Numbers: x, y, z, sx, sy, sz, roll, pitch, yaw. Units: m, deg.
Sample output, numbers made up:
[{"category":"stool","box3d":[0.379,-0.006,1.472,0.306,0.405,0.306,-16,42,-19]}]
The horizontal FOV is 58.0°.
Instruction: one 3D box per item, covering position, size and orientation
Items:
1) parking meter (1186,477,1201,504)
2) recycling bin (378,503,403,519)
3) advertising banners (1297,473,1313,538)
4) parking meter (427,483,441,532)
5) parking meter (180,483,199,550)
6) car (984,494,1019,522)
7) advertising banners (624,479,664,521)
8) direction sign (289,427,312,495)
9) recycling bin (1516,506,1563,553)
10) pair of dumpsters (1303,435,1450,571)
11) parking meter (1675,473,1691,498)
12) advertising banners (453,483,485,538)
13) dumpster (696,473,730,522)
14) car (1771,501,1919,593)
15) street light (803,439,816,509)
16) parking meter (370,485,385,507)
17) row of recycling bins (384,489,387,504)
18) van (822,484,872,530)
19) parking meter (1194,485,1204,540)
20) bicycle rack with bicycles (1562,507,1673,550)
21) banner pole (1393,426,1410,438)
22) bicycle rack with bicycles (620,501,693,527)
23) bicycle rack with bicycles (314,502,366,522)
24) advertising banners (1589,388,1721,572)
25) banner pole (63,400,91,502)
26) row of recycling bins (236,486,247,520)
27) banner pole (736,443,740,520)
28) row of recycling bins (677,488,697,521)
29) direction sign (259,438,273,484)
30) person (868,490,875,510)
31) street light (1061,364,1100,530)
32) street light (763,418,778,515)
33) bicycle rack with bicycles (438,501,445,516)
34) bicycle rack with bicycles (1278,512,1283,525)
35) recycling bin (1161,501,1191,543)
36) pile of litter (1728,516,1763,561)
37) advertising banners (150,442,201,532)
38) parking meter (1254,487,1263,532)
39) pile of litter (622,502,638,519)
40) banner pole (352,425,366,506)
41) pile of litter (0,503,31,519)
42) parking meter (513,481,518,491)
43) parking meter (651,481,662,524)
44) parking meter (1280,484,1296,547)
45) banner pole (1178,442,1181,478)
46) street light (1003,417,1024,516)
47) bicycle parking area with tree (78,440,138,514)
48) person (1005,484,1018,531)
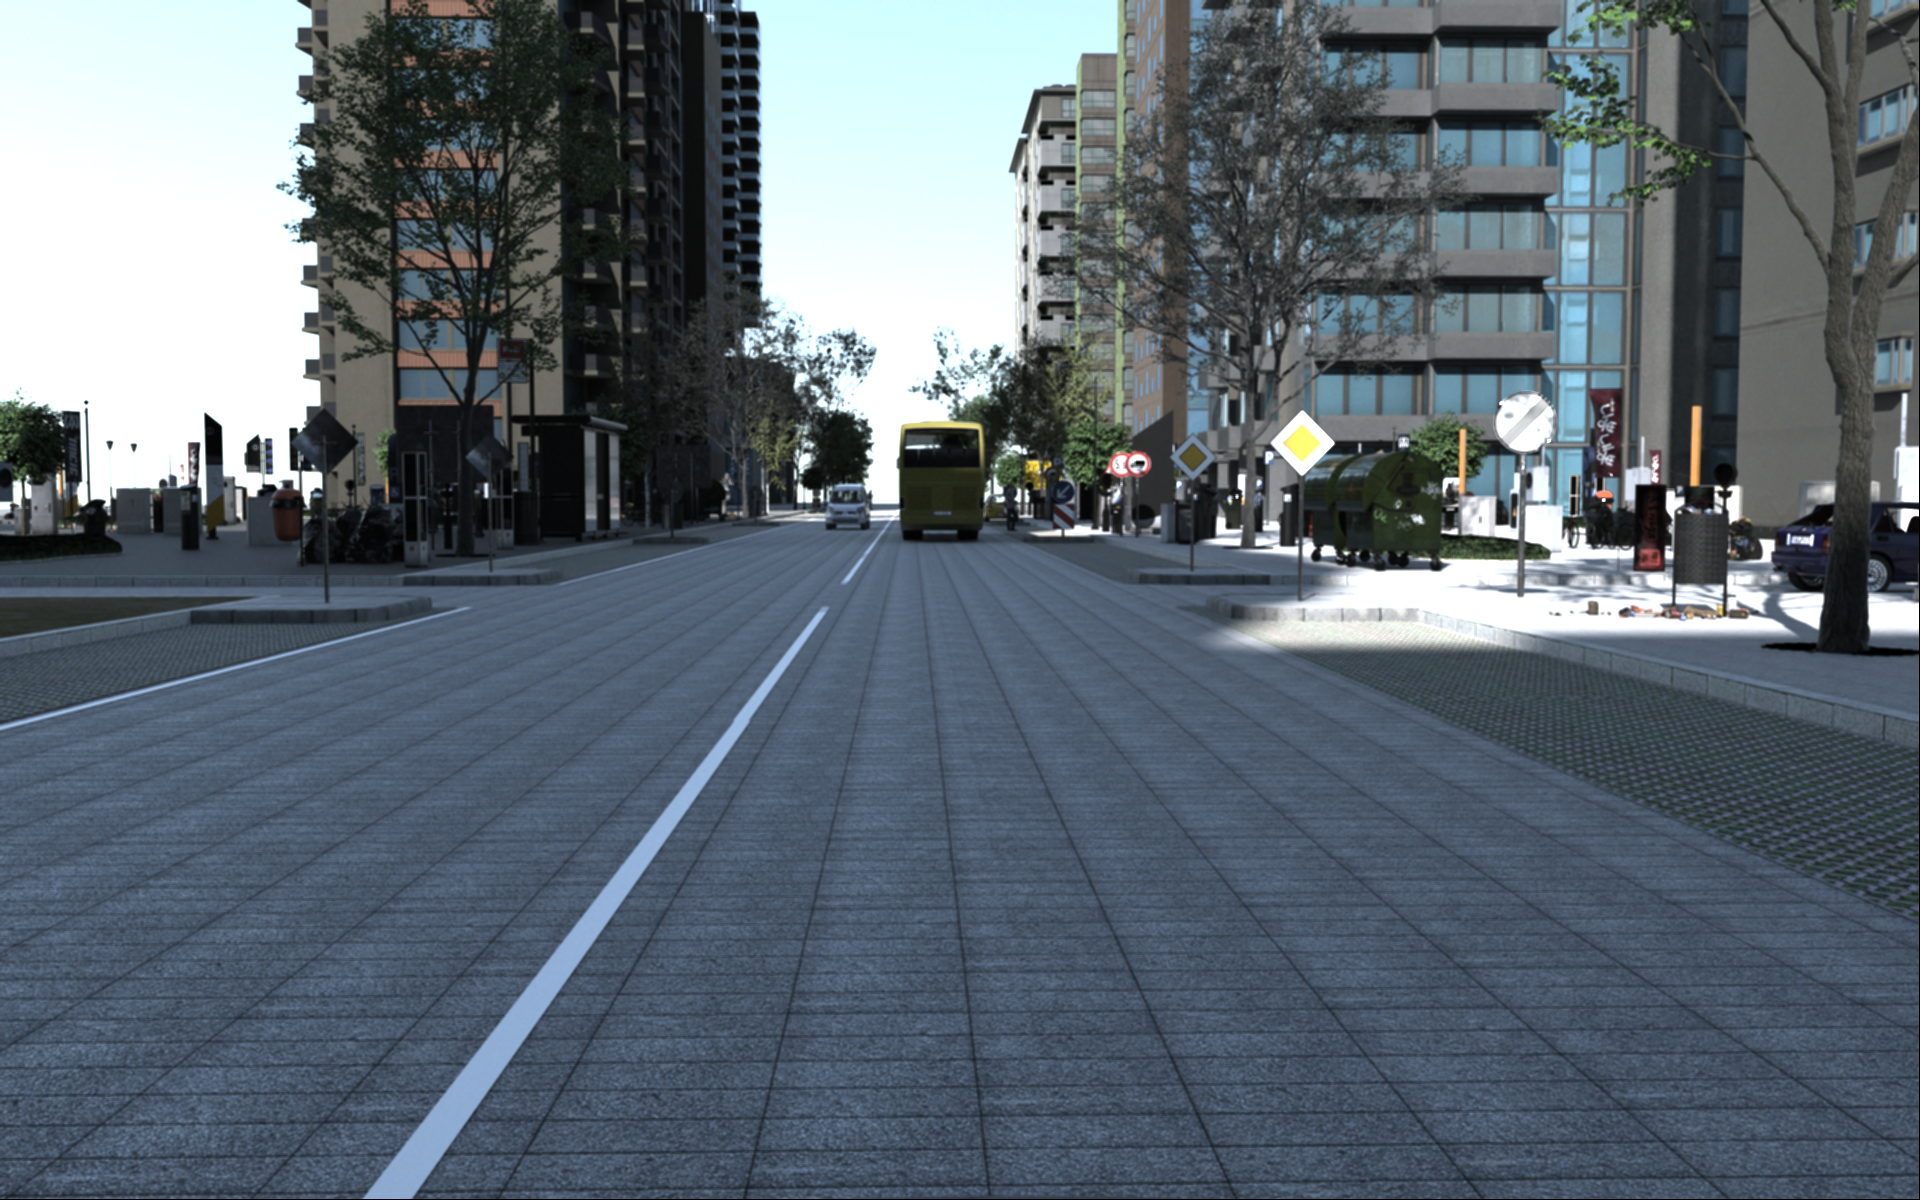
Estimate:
[{"category":"parking meter","box3d":[7.331,-2.954,54.015,0.255,1.863,0.399,-1,4,-12]},{"category":"recycling bin","box3d":[-15.033,-2.058,46.206,0.722,1.027,0.722,0,4,4]},{"category":"advertising banners","box3d":[10.269,-3.303,50.194,0.090,3.025,2.074,-1,4,-21]},{"category":"parking meter","box3d":[-18.014,-3.264,59.082,0.255,1.863,0.399,0,4,8]},{"category":"parking meter","box3d":[-17.791,-1.932,39.997,0.372,1.533,0.369,0,3,0]},{"category":"car","box3d":[2.051,-4.796,88.639,2.015,1.641,3.980,0,4,-2]},{"category":"advertising banners","box3d":[-14.913,-5.228,81.671,2.074,3.025,0.090,-1,4,-21]},{"category":"direction sign","box3d":[-22.363,-4.085,58.783,0.876,3.537,0.379,1,4,17]},{"category":"recycling bin","box3d":[12.665,-1.547,37.856,0.722,1.027,0.722,-3,4,-38]},{"category":"pair of dumpsters","box3d":[7.325,-1.726,30.710,1.574,2.255,4.437,0,4,-1]},{"category":"parking meter","box3d":[19.976,-2.578,47.865,0.255,1.863,0.399,-2,4,-29]},{"category":"advertising banners","box3d":[-14.667,-3.383,51.494,0.090,3.025,2.074,-3,5,-42]},{"category":"dumpster","box3d":[-11.656,-4.828,81.435,1.502,2.255,1.985,0,4,-1]},{"category":"car","box3d":[13.963,-0.762,25.034,3.894,1.354,1.945,0,4,-3]},{"category":"street light","box3d":[-12.584,-10.600,145.849,1.470,5.913,1.316,0,4,-2]},{"category":"parking meter","box3d":[-15.951,-2.387,47.437,0.372,1.533,0.369,0,3,0]},{"category":"row of recycling bins","box3d":[-31.776,-5.607,98.784,1.069,1.692,3.534,0,4,5]},{"category":"van","box3d":[-4.573,-3.901,70.790,2.013,2.044,4.112,0,4,0]},{"category":"parking meter","box3d":[6.597,-2.431,48.154,0.372,1.533,0.369,0,3,0]},{"category":"bicycle rack with bicycles","box3d":[15.368,-1.658,40.497,2.852,0.926,2.925,0,4,4]},{"category":"banner pole","box3d":[16.155,-4.506,63.686,0.863,3.779,0.401,3,5,42]},{"category":"bicycle rack with bicycles","box3d":[-12.501,-3.415,69.209,2.925,0.926,2.852,2,4,33]},{"category":"bicycle rack with bicycles","box3d":[-27.448,-3.918,77.443,2.925,0.926,2.852,-3,5,-43]},{"category":"advertising banners","box3d":[11.442,-1.982,28.586,2.074,3.025,0.090,1,4,12]},{"category":"banner pole","box3d":[-23.368,-3.422,45.972,0.401,3.779,0.863,3,4,37]},{"category":"row of recycling bins","box3d":[-36.103,-4.817,85.874,1.069,1.692,3.534,0,4,-4]},{"category":"banner pole","box3d":[-10.869,-5.818,85.133,0.401,3.779,0.863,0,4,3]},{"category":"row of recycling bins","box3d":[-13.370,-4.734,84.514,1.069,1.692,3.534,0,4,3]},{"category":"direction sign","box3d":[-28.136,-4.769,69.975,0.876,3.537,0.379,1,4,11]},{"category":"person","box3d":[-7.987,-9.045,156.259,0.599,1.838,0.709,-3,5,-42]},{"category":"street light","box3d":[4.319,-5.479,62.121,1.470,5.913,1.316,0,4,-2]},{"category":"street light","box3d":[-11.281,-8.096,104.907,1.470,5.913,1.316,0,4,-2]},{"category":"bicycle rack with bicycles","box3d":[-27.426,-4.637,89.189,2.852,0.926,2.925,2,4,33]},{"category":"bicycle rack with bicycles","box3d":[13.028,-3.102,64.101,2.925,0.926,2.852,3,5,40]},{"category":"recycling bin","box3d":[5.694,-2.014,45.478,0.722,1.027,0.722,0,4,-7]},{"category":"pile of litter","box3d":[14.966,-1.213,33.796,1.719,0.858,1.176,-2,4,-26]},{"category":"advertising banners","box3d":[-26.278,-3.784,58.054,2.074,3.025,0.090,1,4,17]},{"category":"parking meter","box3d":[9.962,-3.033,57.995,0.372,1.533,0.369,0,3,0]},{"category":"pile of litter","box3d":[-16.900,-4.532,88.056,1.719,0.858,1.176,-1,4,-14]},{"category":"banner pole","box3d":[-21.651,-4.425,62.363,0.863,3.779,0.401,3,4,36]},{"category":"pile of litter","box3d":[-48.730,-4.607,89.295,1.719,0.858,1.176,0,4,-8]},{"category":"parking meter","box3d":[-20.055,-4.416,77.917,0.399,1.863,0.255,-2,4,-32]},{"category":"parking meter","box3d":[-13.222,-4.266,75.462,0.399,1.863,0.255,1,4,11]},{"category":"parking meter","box3d":[8.003,-2.071,42.265,0.372,1.533,0.369,0,3,0]},{"category":"banner pole","box3d":[10.422,-5.640,82.223,0.401,3.779,0.863,0,4,-3]},{"category":"street light","box3d":[3.148,-8.009,103.480,1.470,5.913,1.316,0,4,-2]},{"category":"bicycle parking area with tree","box3d":[-46.211,-6.624,95.301,9.016,4.147,8.231,0,4,1]},{"category":"person","box3d":[1.990,-3.561,66.898,0.473,1.802,0.592,3,5,40]}]
